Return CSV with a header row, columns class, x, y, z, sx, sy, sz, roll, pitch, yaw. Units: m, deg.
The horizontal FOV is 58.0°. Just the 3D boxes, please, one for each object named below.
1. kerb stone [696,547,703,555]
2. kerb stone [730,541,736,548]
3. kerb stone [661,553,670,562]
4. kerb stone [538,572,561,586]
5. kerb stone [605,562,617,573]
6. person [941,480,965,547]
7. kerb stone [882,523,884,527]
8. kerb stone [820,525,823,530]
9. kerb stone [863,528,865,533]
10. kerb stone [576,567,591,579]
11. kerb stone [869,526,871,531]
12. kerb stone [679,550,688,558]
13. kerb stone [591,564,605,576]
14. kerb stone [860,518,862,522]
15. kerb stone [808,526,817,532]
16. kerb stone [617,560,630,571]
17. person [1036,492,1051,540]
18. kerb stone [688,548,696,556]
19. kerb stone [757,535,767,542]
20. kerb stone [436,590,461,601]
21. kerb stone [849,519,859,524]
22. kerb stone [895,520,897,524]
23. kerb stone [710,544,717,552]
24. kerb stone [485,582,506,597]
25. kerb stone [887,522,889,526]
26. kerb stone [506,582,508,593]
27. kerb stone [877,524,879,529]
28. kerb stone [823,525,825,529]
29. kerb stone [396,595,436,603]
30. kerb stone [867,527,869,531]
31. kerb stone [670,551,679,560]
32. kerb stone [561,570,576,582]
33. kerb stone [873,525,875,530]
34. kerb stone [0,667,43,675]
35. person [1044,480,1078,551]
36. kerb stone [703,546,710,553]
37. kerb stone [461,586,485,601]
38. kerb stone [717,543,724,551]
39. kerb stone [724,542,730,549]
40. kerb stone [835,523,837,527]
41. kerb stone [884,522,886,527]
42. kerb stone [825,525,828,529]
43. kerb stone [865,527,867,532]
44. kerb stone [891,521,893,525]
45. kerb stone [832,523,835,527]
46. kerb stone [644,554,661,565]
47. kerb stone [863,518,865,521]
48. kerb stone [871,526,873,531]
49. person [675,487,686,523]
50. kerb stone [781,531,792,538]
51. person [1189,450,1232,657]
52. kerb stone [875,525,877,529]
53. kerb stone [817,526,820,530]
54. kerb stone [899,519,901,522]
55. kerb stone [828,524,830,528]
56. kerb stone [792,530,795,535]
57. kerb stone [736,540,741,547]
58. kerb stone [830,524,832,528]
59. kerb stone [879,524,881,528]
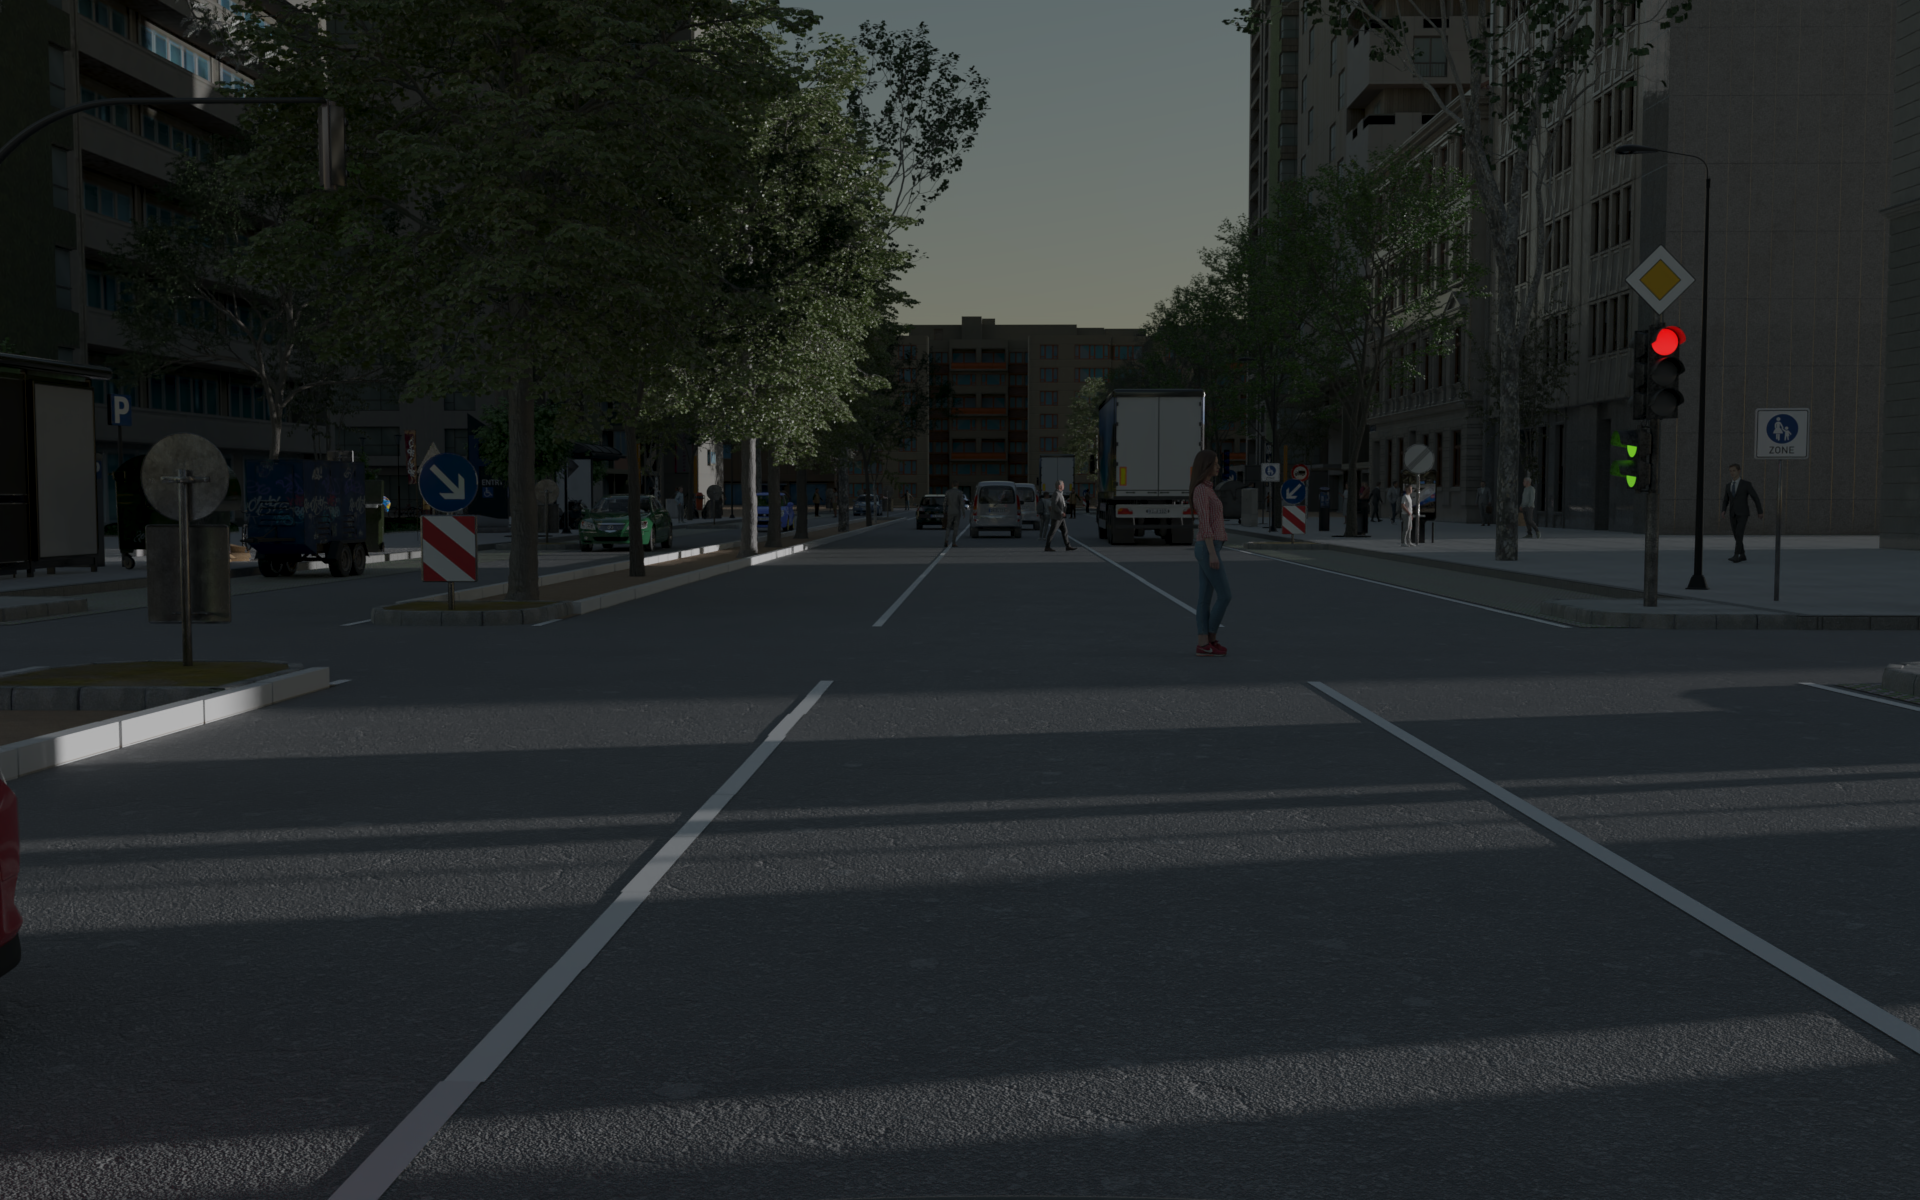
class,x,y,z,sx,sy,sz,roll,pitch,yaw
kerb stone,-6.229,-1.128,40.637,0.120,0.150,1.000,0,4,1
kerb stone,-6.122,-1.439,45.784,0.120,0.150,1.000,0,4,1
kerb stone,-6.319,-0.877,36.531,0.120,0.150,1.000,0,4,1
kerb stone,-6.518,-0.310,27.302,0.120,0.150,1.000,0,4,1
kerb stone,-6.435,-0.563,31.399,0.120,0.150,1.000,0,4,1
person,-0.175,-2.351,47.060,0.709,1.813,0.853,1,4,14
kerb stone,-3.420,-3.129,73.357,0.120,0.150,1.000,0,4,1
kerb stone,-5.627,-2.821,68.321,0.120,0.150,1.000,0,4,1
kerb stone,-3.648,-2.502,63.100,0.120,0.150,1.000,0,4,1
kerb stone,-6.474,-0.435,29.355,0.120,0.150,1.000,0,4,1
kerb stone,-3.582,-2.690,66.182,0.120,0.150,1.000,0,4,1
kerb stone,-6.277,-1.003,38.590,0.120,0.150,1.000,0,4,1
kerb stone,-6.449,-0.500,30.377,0.120,0.150,1.000,0,4,1
kerb stone,-5.211,-4.010,87.811,0.120,0.150,1.000,0,4,1
kerb stone,-5.677,-2.696,66.277,0.120,0.150,1.000,0,4,1
kerb stone,-6.401,-0.625,32.421,0.120,0.150,1.000,0,4,1
person,2.608,-2.612,53.794,0.503,1.515,0.523,0,4,0
kerb stone,-6.254,-1.059,39.616,0.120,0.150,1.000,0,4,1
kerb stone,-5.991,-1.818,51.925,0.120,0.150,1.000,0,4,1
kerb stone,-6.628,0.002,22.162,0.120,0.150,1.000,0,4,1
kerb stone,-5.248,-3.885,85.758,0.120,0.150,1.000,0,4,1
kerb stone,-3.222,-3.695,82.601,0.120,0.150,1.000,0,4,1
kerb stone,-6.185,-1.254,42.697,0.120,0.150,1.000,0,4,1
kerb stone,-6.588,-0.124,24.217,0.120,0.150,1.000,0,4,1
kerb stone,-3.355,-3.315,76.440,0.120,0.150,1.000,0,4,1
kerb stone,-6.565,-0.187,25.248,0.120,0.150,1.000,0,4,1
kerb stone,-3.495,-2.941,70.287,0.120,0.150,1.000,0,4,1
kerb stone,-5.613,-2.884,69.343,0.120,0.150,1.000,0,4,1
kerb stone,-6.651,0.068,21.131,0.120,0.150,1.000,0,4,1
kerb stone,-3.605,-2.627,65.146,0.120,0.150,1.000,0,4,1
kerb stone,-6.295,-0.937,37.563,0.120,0.150,1.000,0,4,1
kerb stone,-6.500,-0.371,28.328,0.120,0.150,1.000,0,4,1
kerb stone,-3.528,-2.816,68.232,0.120,0.150,1.000,0,4,1
kerb stone,-6.833,0.600,12.384,0.120,0.150,1.000,0,4,1
person,2.527,-2.101,43.253,0.834,1.777,0.661,0,4,6
kerb stone,-6.208,-1.190,41.664,0.120,0.150,1.000,0,4,1
kerb stone,-6.606,-0.061,23.186,0.120,0.150,1.000,0,4,1
kerb stone,-6.163,-1.315,43.726,0.120,0.150,1.000,0,4,1
kerb stone,-6.147,-1.378,44.754,0.120,0.150,1.000,0,4,1
kerb stone,-5.502,-3.195,74.486,0.120,0.150,1.000,0,4,1
kerb stone,-3.400,-3.187,74.384,0.120,0.150,1.000,0,4,1
kerb stone,-5.590,-2.945,70.365,0.120,0.150,1.000,0,4,1
kerb stone,-3.624,-2.564,64.124,0.120,0.150,1.000,0,4,1
kerb stone,-3.287,-3.503,79.519,0.120,0.150,1.000,0,4,1
kerb stone,-5.519,-3.133,73.456,0.120,0.150,1.000,0,4,1
kerb stone,-6.343,-0.812,35.509,0.120,0.150,1.000,0,4,1
kerb stone,-5.159,-4.138,89.855,0.120,0.150,1.000,0,4,1
kerb stone,-3.556,-2.753,67.205,0.120,0.150,1.000,0,4,1
person,-12.276,-4.172,76.073,0.330,1.601,0.589,2,4,30
kerb stone,-5.854,-2.194,58.073,0.120,0.150,1.000,0,4,1
person,2.208,-0.413,15.268,0.388,1.821,0.555,0,4,-3
kerb stone,-3.517,-2.878,69.265,0.120,0.150,1.000,0,4,1
kerb stone,-5.651,-2.759,67.299,0.120,0.150,1.000,0,4,1
kerb stone,-3.155,-3.883,85.679,0.120,0.150,1.000,0,4,1
kerb stone,-5.561,-3.009,71.394,0.120,0.150,1.000,0,4,1
kerb stone,-5.828,-2.254,59.103,0.120,0.150,1.000,0,4,1
kerb stone,-6.091,-1.505,46.806,0.120,0.150,1.000,0,4,1
kerb stone,-5.546,-3.072,72.425,0.120,0.150,1.000,0,4,1
kerb stone,-3.468,-3.004,71.309,0.120,0.150,1.000,0,4,1
